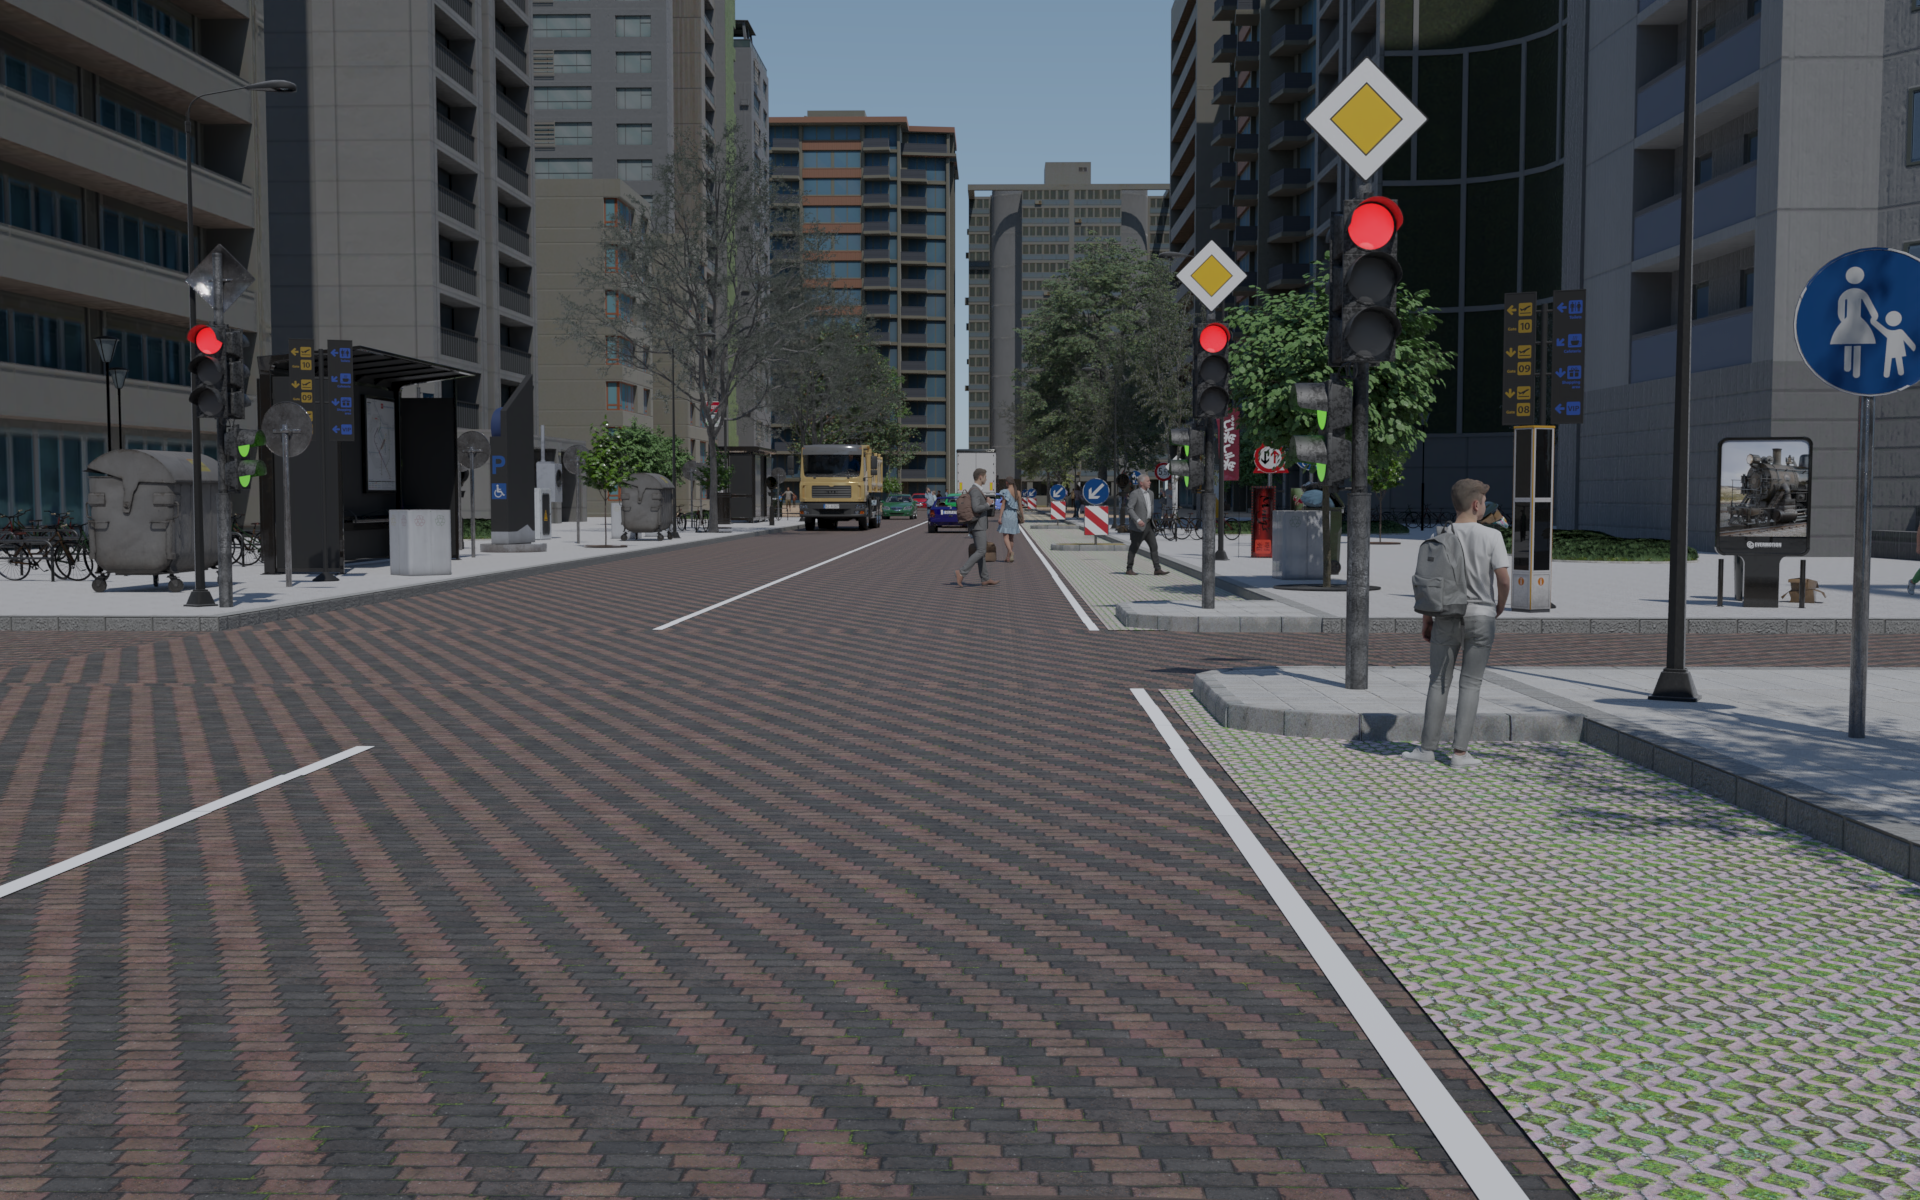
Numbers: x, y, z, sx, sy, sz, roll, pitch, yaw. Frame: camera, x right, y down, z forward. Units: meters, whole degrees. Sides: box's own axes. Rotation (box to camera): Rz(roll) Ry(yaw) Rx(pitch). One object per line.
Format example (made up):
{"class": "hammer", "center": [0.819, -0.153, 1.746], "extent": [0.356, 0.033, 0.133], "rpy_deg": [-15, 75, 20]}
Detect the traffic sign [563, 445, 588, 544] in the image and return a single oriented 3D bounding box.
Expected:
{"class": "traffic sign", "center": [-9.880, -2.731, 44.762], "extent": [0.768, 2.556, 0.104], "rpy_deg": [0, 4, 2]}

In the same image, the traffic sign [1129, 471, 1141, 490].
{"class": "traffic sign", "center": [9.559, -5.761, 94.306], "extent": [0.768, 2.556, 0.104], "rpy_deg": [1, 4, 10]}

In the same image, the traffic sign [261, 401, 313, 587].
{"class": "traffic sign", "center": [-9.275, -1.453, 23.861], "extent": [0.768, 2.556, 0.104], "rpy_deg": [1, 4, 10]}

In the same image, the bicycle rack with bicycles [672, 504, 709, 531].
{"class": "bicycle rack with bicycles", "center": [-10.103, -2.854, 60.038], "extent": [2.852, 0.926, 2.925], "rpy_deg": [-1, 4, -20]}

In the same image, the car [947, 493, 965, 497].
{"class": "car", "center": [0.133, -4.038, 74.823], "extent": [1.959, 1.807, 4.718], "rpy_deg": [0, 4, 2]}

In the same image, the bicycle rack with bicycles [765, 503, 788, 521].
{"class": "bicycle rack with bicycles", "center": [-9.722, -4.323, 84.069], "extent": [2.852, 0.926, 2.925], "rpy_deg": [1, 4, 20]}

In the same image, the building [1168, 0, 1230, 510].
{"class": "building", "center": [29.510, -32.017, 147.172], "extent": [21.300, 48.544, 21.600], "rpy_deg": [0, 4, 1]}

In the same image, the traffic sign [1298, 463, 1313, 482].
{"class": "traffic sign", "center": [7.512, -2.260, 37.060], "extent": [0.768, 2.556, 0.104], "rpy_deg": [1, 4, 9]}

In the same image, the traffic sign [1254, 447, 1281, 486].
{"class": "traffic sign", "center": [7.503, -2.561, 41.982], "extent": [0.768, 2.556, 0.104], "rpy_deg": [1, 4, 10]}

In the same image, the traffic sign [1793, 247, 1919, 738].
{"class": "traffic sign", "center": [4.727, -0.547, 9.052], "extent": [0.768, 2.556, 0.104], "rpy_deg": [1, 4, 10]}

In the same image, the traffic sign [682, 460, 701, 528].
{"class": "traffic sign", "center": [-10.180, -4.013, 65.712], "extent": [0.768, 2.556, 0.104], "rpy_deg": [1, 4, 11]}

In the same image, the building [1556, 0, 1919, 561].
{"class": "building", "center": [30.509, -30.313, 37.623], "extent": [28.212, 58.520, 21.231], "rpy_deg": [0, 4, 1]}

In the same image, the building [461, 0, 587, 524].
{"class": "building", "center": [-27.615, -38.882, 73.979], "extent": [20.563, 71.187, 20.611], "rpy_deg": [0, 4, 1]}

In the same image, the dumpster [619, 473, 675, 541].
{"class": "dumpster", "center": [-8.643, -2.570, 47.782], "extent": [1.264, 1.857, 1.865], "rpy_deg": [0, 4, 1]}

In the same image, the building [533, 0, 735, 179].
{"class": "building", "center": [-24.833, -27.341, 130.617], "extent": [14.154, 41.232, 14.086], "rpy_deg": [0, 4, 1]}

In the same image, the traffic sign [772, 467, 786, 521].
{"class": "traffic sign", "center": [-8.658, -5.040, 82.512], "extent": [0.768, 2.556, 0.104], "rpy_deg": [1, 4, 9]}

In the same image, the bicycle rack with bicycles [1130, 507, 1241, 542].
{"class": "bicycle rack with bicycles", "center": [5.983, -2.129, 48.185], "extent": [2.852, 0.926, 2.925], "rpy_deg": [-3, 4, -37]}

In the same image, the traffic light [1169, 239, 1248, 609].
{"class": "traffic light", "center": [2.762, -1.857, 19.290], "extent": [0.839, 4.253, 0.868], "rpy_deg": [0, 4, 1]}

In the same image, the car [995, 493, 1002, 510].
{"class": "car", "center": [2.550, -7.455, 131.483], "extent": [1.945, 1.707, 3.694], "rpy_deg": [0, 4, 3]}

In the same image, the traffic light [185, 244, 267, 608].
{"class": "traffic light", "center": [-8.297, -1.870, 19.503], "extent": [0.839, 4.253, 0.868], "rpy_deg": [0, 4, 1]}

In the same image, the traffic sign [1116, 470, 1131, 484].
{"class": "traffic sign", "center": [8.706, -5.634, 92.125], "extent": [0.884, 2.594, 0.081], "rpy_deg": [0, 4, 3]}

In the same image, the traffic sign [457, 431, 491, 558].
{"class": "traffic sign", "center": [-9.829, -2.129, 34.908], "extent": [0.768, 2.556, 0.104], "rpy_deg": [0, 4, 8]}

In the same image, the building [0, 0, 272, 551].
{"class": "building", "center": [-31.330, -25.467, 40.091], "extent": [21.300, 48.544, 21.600], "rpy_deg": [0, 4, 1]}

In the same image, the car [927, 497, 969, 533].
{"class": "car", "center": [-0.278, -3.192, 64.764], "extent": [1.945, 1.354, 3.894], "rpy_deg": [0, 4, 2]}

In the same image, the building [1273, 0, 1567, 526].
{"class": "building", "center": [25.915, -39.073, 77.090], "extent": [20.563, 71.187, 20.611], "rpy_deg": [0, 4, 1]}

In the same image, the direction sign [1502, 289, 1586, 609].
{"class": "direction sign", "center": [6.523, -1.677, 19.418], "extent": [0.876, 3.537, 0.379], "rpy_deg": [2, 4, 30]}

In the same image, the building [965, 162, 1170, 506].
{"class": "building", "center": [12.657, -31.402, 205.305], "extent": [23.993, 40.220, 32.217], "rpy_deg": [0, 4, 1]}

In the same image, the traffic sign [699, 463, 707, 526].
{"class": "traffic sign", "center": [-10.490, -4.282, 70.119], "extent": [0.768, 2.556, 0.104], "rpy_deg": [0, 4, 5]}

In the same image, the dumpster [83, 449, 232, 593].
{"class": "dumpster", "center": [-10.694, -1.065, 23.171], "extent": [1.264, 1.857, 1.865], "rpy_deg": [0, 4, 1]}

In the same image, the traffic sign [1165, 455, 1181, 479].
{"class": "traffic sign", "center": [7.335, -3.593, 58.472], "extent": [0.795, 2.593, 0.064], "rpy_deg": [0, 4, 6]}

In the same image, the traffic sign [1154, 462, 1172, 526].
{"class": "traffic sign", "center": [8.132, -4.220, 69.105], "extent": [0.768, 2.556, 0.104], "rpy_deg": [0, 4, 8]}

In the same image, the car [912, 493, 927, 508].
{"class": "car", "center": [-3.530, -8.830, 153.404], "extent": [2.155, 1.783, 4.494], "rpy_deg": [0, 4, 1]}

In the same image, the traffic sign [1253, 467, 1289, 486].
{"class": "traffic sign", "center": [7.826, -2.669, 43.646], "extent": [0.884, 2.594, 0.081], "rpy_deg": [0, 4, 3]}

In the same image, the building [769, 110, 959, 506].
{"class": "building", "center": [-14.698, -33.397, 200.659], "extent": [28.867, 44.769, 22.147], "rpy_deg": [0, 4, 1]}

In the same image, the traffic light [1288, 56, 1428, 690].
{"class": "traffic light", "center": [2.596, -1.369, 11.306], "extent": [0.839, 4.253, 0.868], "rpy_deg": [0, 4, 1]}

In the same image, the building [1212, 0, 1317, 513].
{"class": "building", "center": [29.319, -28.539, 121.239], "extent": [22.147, 44.769, 28.867], "rpy_deg": [0, 4, 1]}

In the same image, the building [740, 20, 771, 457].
{"class": "building", "center": [-24.170, -28.693, 152.719], "extent": [14.086, 41.232, 14.154], "rpy_deg": [0, 4, 1]}

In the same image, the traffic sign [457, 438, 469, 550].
{"class": "traffic sign", "center": [-11.404, -2.406, 39.451], "extent": [0.768, 2.556, 0.104], "rpy_deg": [0, 4, 2]}

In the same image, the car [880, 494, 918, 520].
{"class": "car", "center": [-3.436, -5.306, 98.543], "extent": [2.131, 1.459, 4.920], "rpy_deg": [0, 4, 2]}

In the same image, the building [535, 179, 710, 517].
{"class": "building", "center": [-32.125, -16.200, 109.913], "extent": [27.650, 21.520, 28.899], "rpy_deg": [0, 4, 1]}
